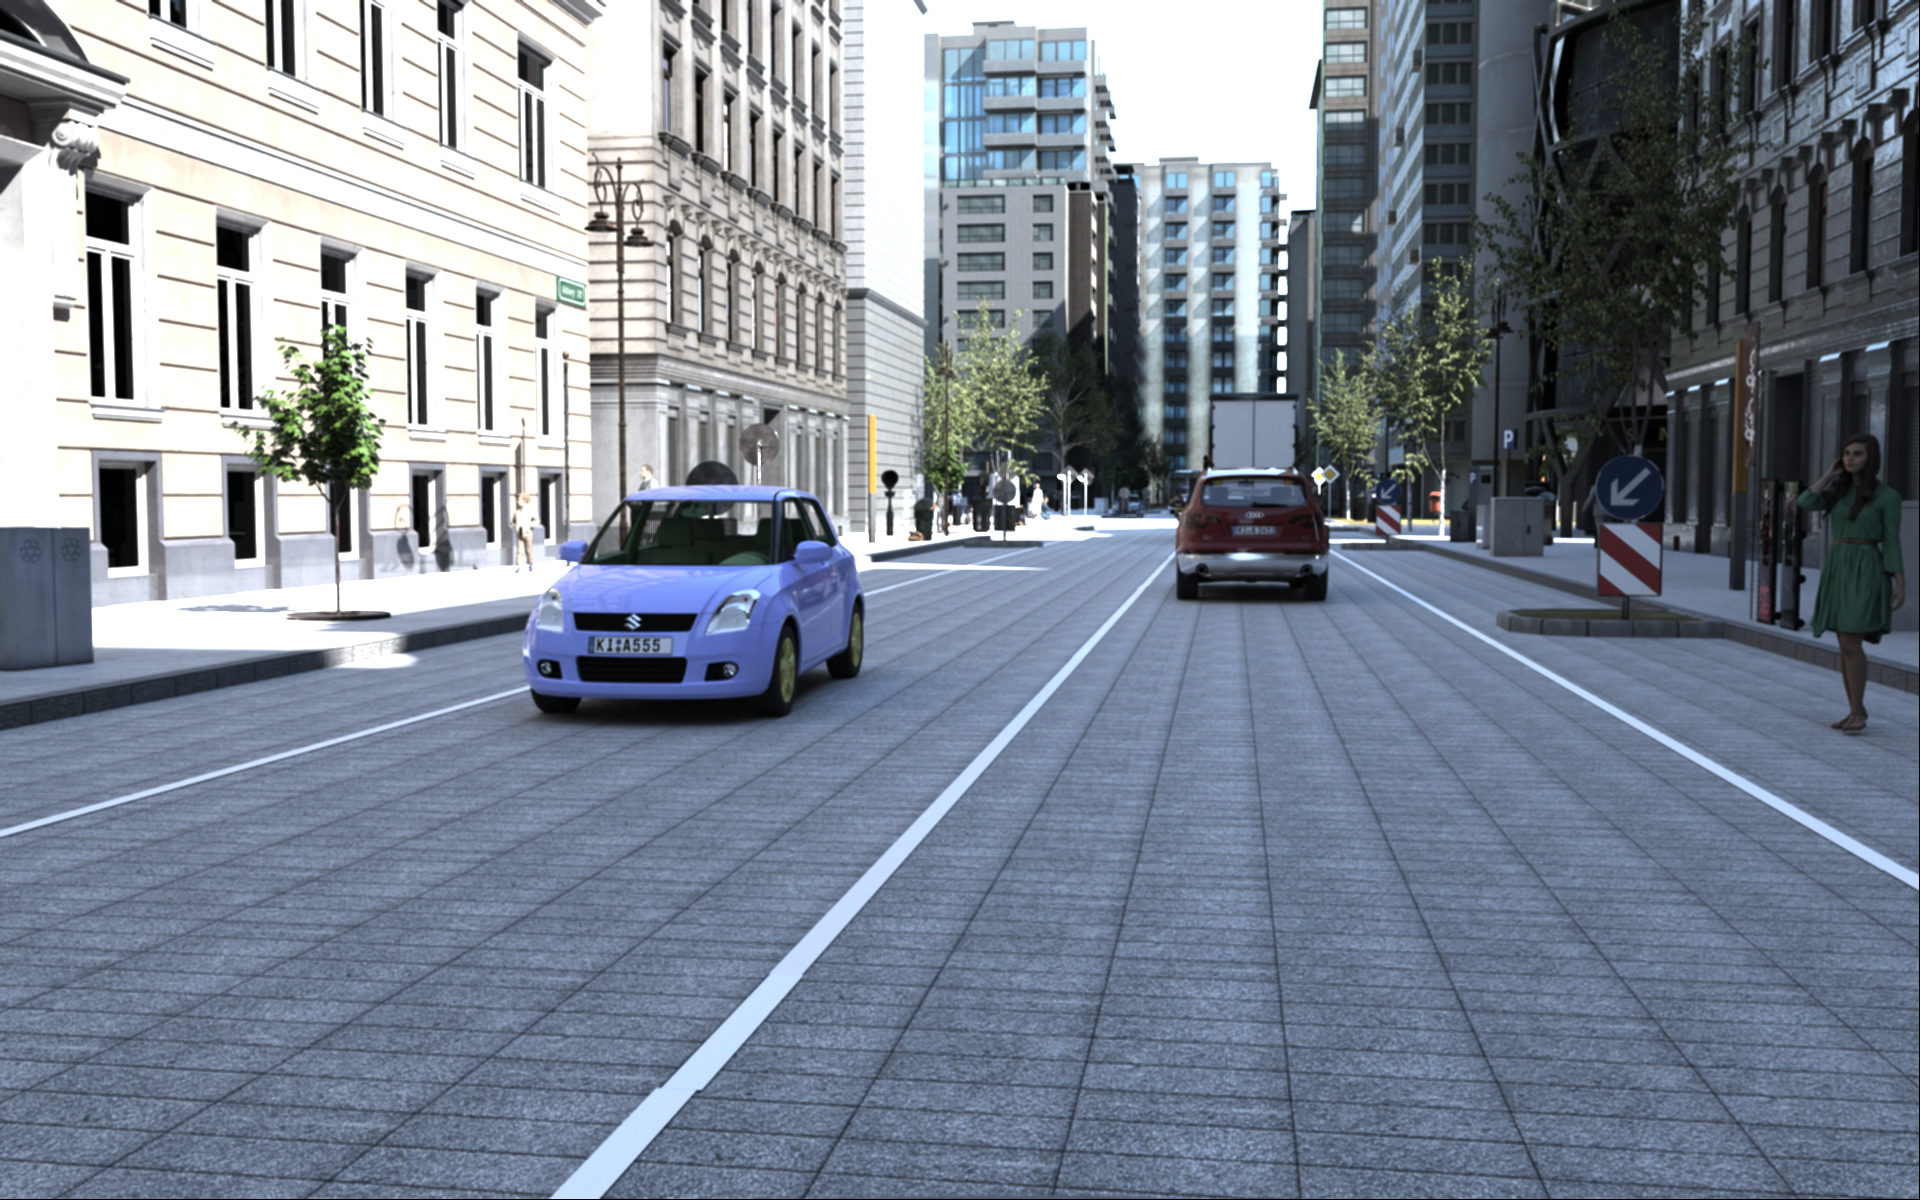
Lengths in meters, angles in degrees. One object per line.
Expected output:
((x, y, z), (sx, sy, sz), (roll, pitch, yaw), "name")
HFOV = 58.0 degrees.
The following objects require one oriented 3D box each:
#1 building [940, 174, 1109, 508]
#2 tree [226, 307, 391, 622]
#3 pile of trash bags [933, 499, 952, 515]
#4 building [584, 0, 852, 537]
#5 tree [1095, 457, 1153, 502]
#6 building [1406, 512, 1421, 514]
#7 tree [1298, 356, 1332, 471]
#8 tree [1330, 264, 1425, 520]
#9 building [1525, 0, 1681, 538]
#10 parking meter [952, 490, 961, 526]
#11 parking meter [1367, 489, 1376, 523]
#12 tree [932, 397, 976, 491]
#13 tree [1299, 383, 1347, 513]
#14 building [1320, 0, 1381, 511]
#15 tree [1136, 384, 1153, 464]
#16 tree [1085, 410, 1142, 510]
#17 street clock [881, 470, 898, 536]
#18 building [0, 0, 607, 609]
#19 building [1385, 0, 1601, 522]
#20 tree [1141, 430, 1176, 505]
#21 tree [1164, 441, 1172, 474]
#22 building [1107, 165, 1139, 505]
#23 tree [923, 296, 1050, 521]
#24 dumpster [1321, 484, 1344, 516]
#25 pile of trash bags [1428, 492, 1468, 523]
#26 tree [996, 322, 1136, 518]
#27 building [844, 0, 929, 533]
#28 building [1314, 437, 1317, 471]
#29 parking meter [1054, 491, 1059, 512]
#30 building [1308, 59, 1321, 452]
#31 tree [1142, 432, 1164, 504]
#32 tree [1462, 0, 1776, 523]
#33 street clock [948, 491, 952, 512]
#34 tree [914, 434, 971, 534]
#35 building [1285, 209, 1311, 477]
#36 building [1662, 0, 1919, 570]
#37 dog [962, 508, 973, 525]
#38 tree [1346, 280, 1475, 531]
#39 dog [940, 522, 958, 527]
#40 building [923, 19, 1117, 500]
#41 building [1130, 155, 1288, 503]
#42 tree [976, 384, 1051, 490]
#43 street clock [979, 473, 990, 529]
((6.234, -23.784, 160.561), (14.160, 30.474, 14.107), (1, 4, 9), "building")
((-6.413, -1.430, 17.975), (1.663, 3.219, 1.824), (0, 3, 0), "tree")
((-1.983, -5.792, 104.458), (1.912, 1.369, 3.447), (-3, 4, -36), "pile of trash bags")
((-9.338, -11.915, 43.965), (9.793, 20.994, 18.267), (1, 4, 9), "building")
((13.179, -9.989, 147.030), (4.285, 4.588, 4.351), (0, 3, 0), "tree")
((35.347, -28.410, 114.607), (14.600, 45.320, 14.200), (1, 4, 9), "building")
((19.413, -8.330, 86.564), (4.737, 8.622, 4.395), (0, 3, 0), "tree")
((14.409, -6.228, 52.189), (4.737, 8.622, 4.395), (0, 3, 0), "tree")
((26.172, -11.364, 53.256), (16.820, 18.784, 16.811), (1, 4, 9), "building")
((-0.126, -3.742, 69.592), (0.372, 1.533, 0.369), (0, 3, 0), "parking meter")
((18.514, -4.247, 77.851), (0.372, 1.533, 0.369), (0, 3, 0), "parking meter")
((-0.326, -10.687, 125.098), (4.360, 8.622, 3.978), (0, 3, 0), "tree")
((25.394, -10.131, 116.011), (4.360, 8.622, 3.978), (0, 3, 0), "tree")
((35.489, -27.736, 137.077), (14.154, 41.232, 14.086), (1, 4, 9), "building")
((9.783, -11.342, 119.858), (7.601, 10.594, 8.767), (0, 4, 1), "tree")
((12.168, -11.627, 140.460), (4.360, 8.622, 3.978), (0, 3, 0), "tree")
((-2.131, -2.942, 52.668), (0.471, 2.002, 0.358), (-1, 4, -22), "street clock")
((-14.908, -14.636, 25.208), (13.634, 28.700, 20.117), (1, 4, 9), "building")
((35.882, -24.495, 92.375), (23.993, 40.220, 32.217), (1, 4, 9), "building")
((22.545, -15.228, 199.342), (4.737, 8.622, 4.395), (0, 3, 0), "tree")
((25.915, -16.966, 227.763), (4.360, 8.622, 3.978), (0, 3, 0), "tree")
((15.269, -32.653, 217.474), (14.086, 41.232, 14.154), (1, 4, 9), "building")
((1.378, -6.946, 63.937), (4.737, 8.622, 4.395), (0, 3, 0), "tree")
((21.608, -5.784, 100.335), (1.264, 1.857, 1.865), (1, 4, 9), "dumpster")
((22.247, -4.049, 75.946), (3.447, 1.369, 1.912), (2, 4, 29), "pile of trash bags")
((5.399, -9.784, 94.379), (7.601, 10.594, 8.767), (0, 4, 3), "tree")
((-16.768, -17.481, 63.305), (29.804, 29.767, 11.434), (1, 4, 9), "building")
((48.368, -52.728, 174.768), (22.319, 86.520, 31.000), (1, 4, 9), "building")
((7.053, -7.237, 126.739), (0.372, 1.533, 0.369), (0, 3, 0), "parking meter")
((56.002, -37.612, 204.196), (28.713, 52.752, 27.495), (1, 4, 9), "building")
((15.589, -12.680, 157.679), (4.360, 8.622, 3.978), (0, 3, 0), "tree")
((9.999, -4.619, 25.877), (4.737, 8.622, 4.395), (0, 3, 0), "tree")
((-0.623, -7.143, 121.364), (0.471, 2.002, 0.358), (-2, 4, -34), "street clock")
((-0.376, -3.749, 55.902), (1.663, 3.219, 1.824), (0, 3, 0), "tree")
((52.442, -34.053, 240.354), (14.086, 41.232, 14.154), (1, 4, 9), "building")
((19.530, -11.062, 30.021), (9.793, 20.994, 18.267), (1, 4, 9), "building")
((0.317, -3.577, 75.319), (0.513, 0.831, 0.800), (-1, 4, -20), "dog")
((15.463, -6.653, 59.142), (4.360, 8.622, 3.978), (0, 3, 0), "tree")
((-0.471, -3.030, 67.277), (0.748, 0.427, 0.550), (2, 4, 29), "dog")
((4.862, -34.441, 182.715), (23.786, 49.044, 30.456), (1, 4, 9), "building")
((31.108, -38.424, 247.847), (30.456, 49.044, 23.786), (1, 4, 9), "building")
((3.782, -9.960, 113.203), (4.360, 8.622, 3.978), (0, 3, 0), "tree")
((0.834, -3.370, 59.671), (0.358, 2.002, 0.471), (-1, 4, -19), "street clock")
